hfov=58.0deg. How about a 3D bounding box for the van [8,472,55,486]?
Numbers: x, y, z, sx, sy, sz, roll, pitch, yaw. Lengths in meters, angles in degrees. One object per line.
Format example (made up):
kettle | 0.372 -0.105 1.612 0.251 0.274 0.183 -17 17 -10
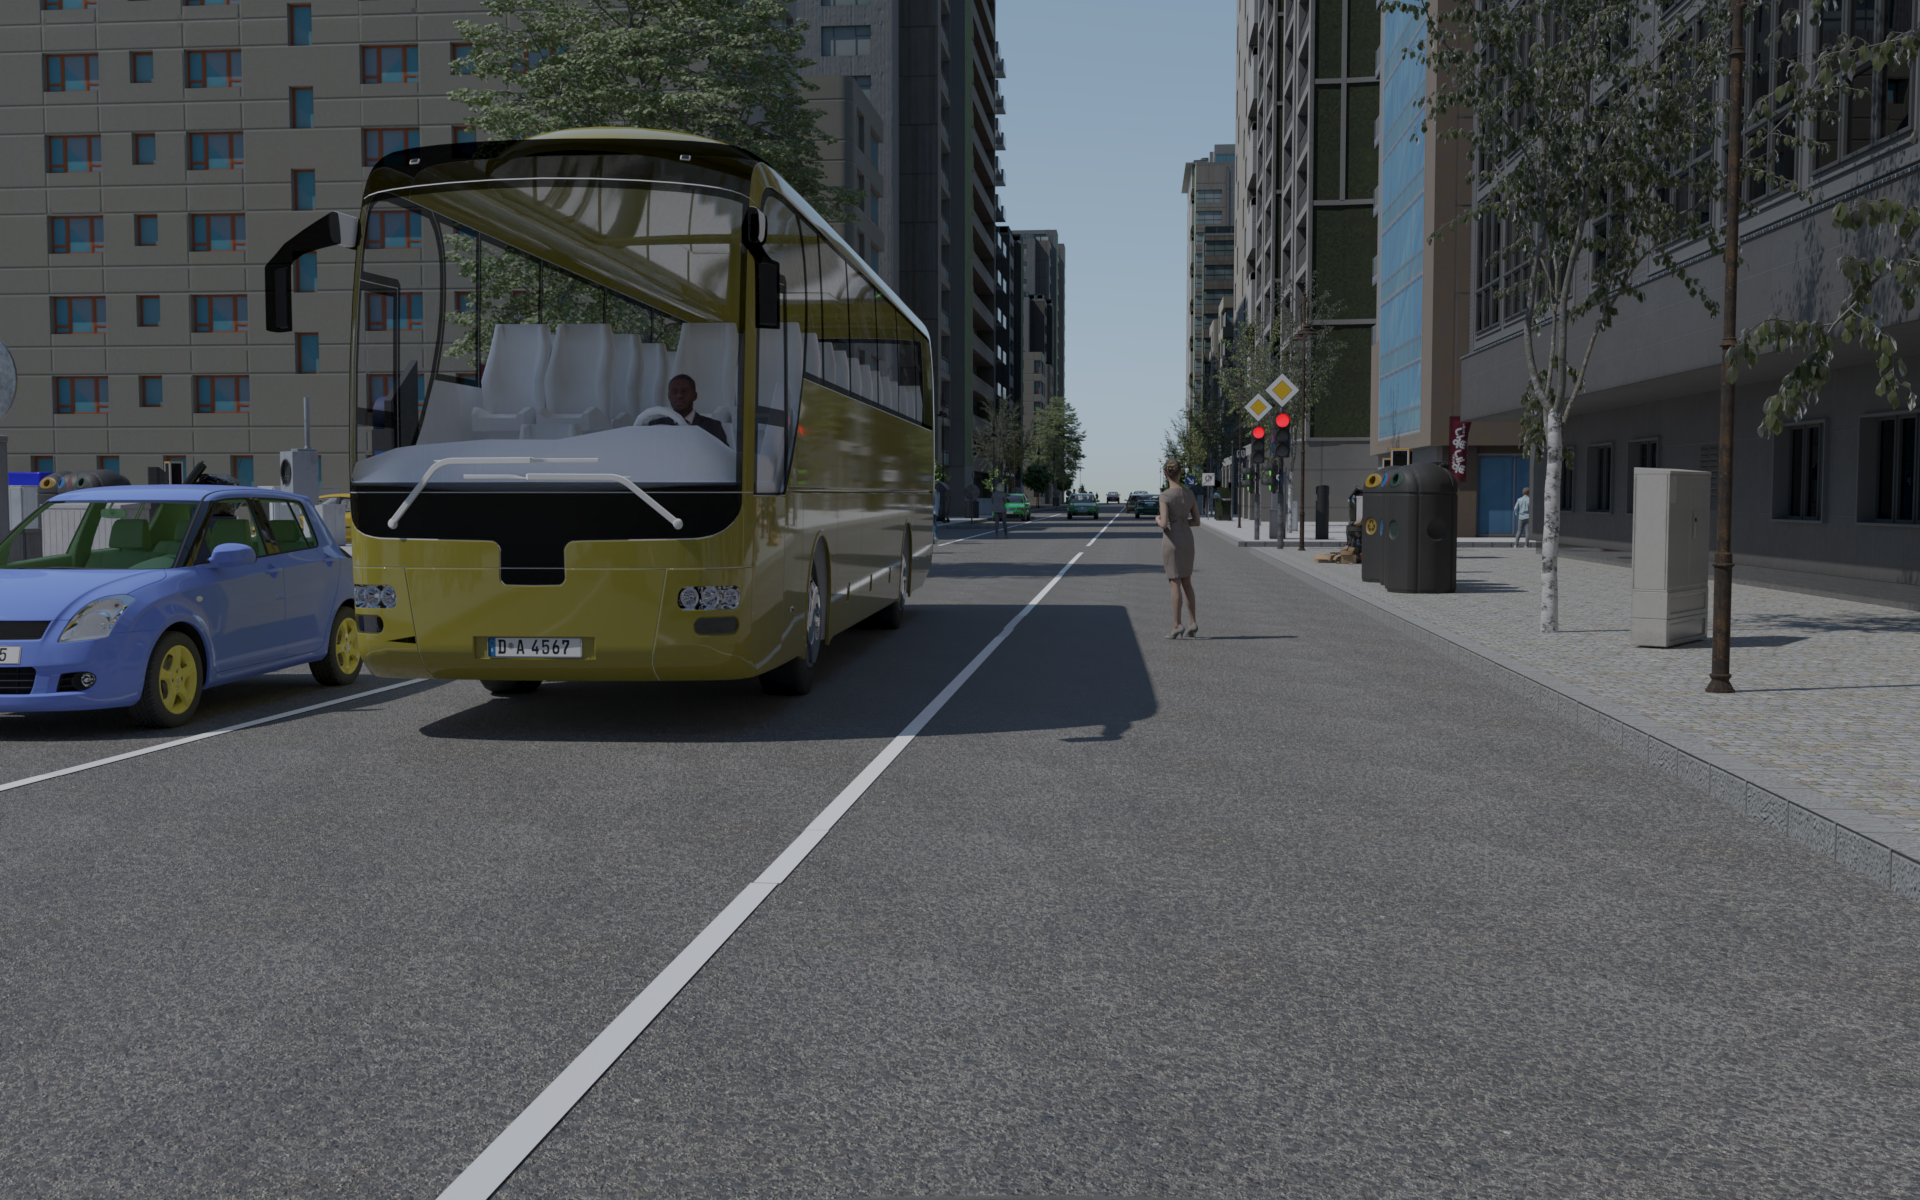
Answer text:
van | -27.549 -2.705 48.605 5.245 2.365 2.240 0 4 7

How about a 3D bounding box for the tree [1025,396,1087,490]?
tree | 11.411 -17.269 200.477 7.486 12.596 7.792 0 3 0

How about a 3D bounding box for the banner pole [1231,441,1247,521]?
banner pole | 13.082 -5.610 81.735 0.863 3.779 0.401 0 4 2

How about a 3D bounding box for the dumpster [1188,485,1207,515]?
dumpster | 14.834 -6.292 108.627 1.264 1.857 1.865 0 4 6

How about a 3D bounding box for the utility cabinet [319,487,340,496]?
utility cabinet | -18.871 -2.586 50.967 1.173 1.500 0.318 -3 5 -41

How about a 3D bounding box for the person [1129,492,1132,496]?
person | 24.838 -14.818 251.438 0.551 1.740 0.621 -1 4 -22

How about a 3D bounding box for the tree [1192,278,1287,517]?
tree | 10.715 -6.526 57.058 4.360 8.622 3.978 0 3 0

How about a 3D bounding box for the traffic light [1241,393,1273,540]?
traffic light | 8.279 -3.631 48.291 0.839 4.253 0.868 0 4 6

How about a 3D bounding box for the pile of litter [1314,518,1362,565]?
pile of litter | 7.182 -1.117 32.233 1.176 0.858 1.719 0 4 4

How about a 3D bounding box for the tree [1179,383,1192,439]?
tree | 14.633 -9.082 98.845 4.360 8.622 3.978 0 3 0

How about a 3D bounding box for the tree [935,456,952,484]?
tree | -1.374 -5.653 87.023 1.663 3.219 1.824 0 3 0

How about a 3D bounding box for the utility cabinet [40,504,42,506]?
utility cabinet | -7.301 -0.213 14.640 1.020 1.237 0.306 2 4 27

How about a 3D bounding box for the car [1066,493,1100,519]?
car | 7.052 -5.534 99.275 1.959 1.807 4.718 0 4 5

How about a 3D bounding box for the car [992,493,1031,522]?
car | 2.734 -5.054 91.430 1.959 1.807 4.718 0 4 7

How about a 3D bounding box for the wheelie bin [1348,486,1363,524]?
wheelie bin | 15.807 -3.737 69.007 0.693 1.594 0.980 1 4 9

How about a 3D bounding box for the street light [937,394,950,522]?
street light | -0.774 -6.511 79.238 0.468 5.910 1.993 0 4 6

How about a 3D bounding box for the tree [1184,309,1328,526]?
tree | 12.279 -7.287 69.504 4.737 8.622 4.395 0 3 0

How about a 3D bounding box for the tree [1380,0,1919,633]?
tree | 5.712 -4.007 15.869 4.360 8.622 3.978 0 3 0

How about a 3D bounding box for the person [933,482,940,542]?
person | -0.775 -2.606 51.369 0.793 1.790 0.793 -1 4 -12

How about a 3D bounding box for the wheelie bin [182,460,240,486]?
wheelie bin | -7.218 -0.528 16.540 0.693 1.594 0.980 -1 4 -21

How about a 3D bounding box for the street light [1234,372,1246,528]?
street light | 10.572 -5.661 65.348 0.468 5.910 1.993 0 4 6

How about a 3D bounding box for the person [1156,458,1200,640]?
person | 2.136 -0.505 17.090 0.599 1.781 0.374 -2 4 -35

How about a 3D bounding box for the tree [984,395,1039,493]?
tree | 3.785 -10.952 129.432 4.737 8.622 4.395 0 3 0

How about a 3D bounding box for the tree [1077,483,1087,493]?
tree | 19.891 -17.500 280.730 1.663 3.219 1.824 0 3 0

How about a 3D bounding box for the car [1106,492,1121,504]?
car | 23.385 -15.649 264.528 2.281 1.827 5.304 0 4 5

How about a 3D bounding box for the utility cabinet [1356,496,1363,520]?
utility cabinet | 12.337 -2.502 52.076 0.306 1.237 1.020 -1 4 -22

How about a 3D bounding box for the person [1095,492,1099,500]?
person | 21.289 -15.888 268.794 0.617 1.759 0.750 -1 4 -12

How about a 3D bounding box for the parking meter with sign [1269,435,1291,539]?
parking meter with sign | 9.200 -3.287 49.997 0.543 3.016 1.738 1 4 14

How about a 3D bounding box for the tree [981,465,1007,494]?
tree | 2.480 -7.389 115.416 1.663 3.219 1.824 0 3 0

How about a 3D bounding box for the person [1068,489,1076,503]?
person | 7.436 -6.387 113.276 0.623 1.781 0.721 -1 4 -23

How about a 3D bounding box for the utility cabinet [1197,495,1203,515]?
utility cabinet | 14.780 -5.840 106.651 0.306 1.237 1.020 1 4 14

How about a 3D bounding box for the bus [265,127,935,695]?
bus | -2.005 -1.473 15.627 2.896 3.916 12.252 0 4 4

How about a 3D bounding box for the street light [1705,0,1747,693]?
street light | 4.928 -2.340 11.050 0.468 5.910 1.993 0 4 6

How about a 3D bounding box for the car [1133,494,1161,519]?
car | 11.323 -5.567 102.810 2.131 1.459 4.920 0 4 7

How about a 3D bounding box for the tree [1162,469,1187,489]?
tree | 23.679 -12.591 189.581 4.285 4.588 4.351 0 3 0

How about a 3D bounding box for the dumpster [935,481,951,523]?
dumpster | -1.110 -4.318 76.360 1.264 1.857 1.865 0 4 6

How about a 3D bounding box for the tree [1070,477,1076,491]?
tree | 13.162 -14.526 221.214 4.285 4.588 4.351 0 3 0

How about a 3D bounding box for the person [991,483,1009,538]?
person | 1.283 -2.904 56.162 0.537 1.800 0.526 2 4 26

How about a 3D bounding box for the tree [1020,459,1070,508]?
tree | 7.228 -10.887 161.709 4.285 4.588 4.351 0 3 0

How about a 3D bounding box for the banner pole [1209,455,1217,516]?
banner pole | 14.866 -6.824 101.590 0.401 3.779 0.863 2 4 34

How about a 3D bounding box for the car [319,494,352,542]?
car | -16.782 -2.199 46.184 3.980 1.641 2.015 0 4 4

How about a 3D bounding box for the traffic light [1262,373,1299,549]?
traffic light | 7.465 -3.145 40.347 0.839 4.253 0.868 0 4 6

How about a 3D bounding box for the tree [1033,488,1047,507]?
tree | 8.439 -11.269 178.850 1.663 3.219 1.824 0 3 0

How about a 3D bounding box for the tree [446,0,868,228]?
tree | -5.396 -6.916 31.198 7.486 12.596 7.792 0 3 0

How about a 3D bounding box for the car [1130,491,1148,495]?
car | 19.996 -11.198 191.752 2.281 1.827 5.304 0 4 5

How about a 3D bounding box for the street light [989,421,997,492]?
street light | 2.099 -8.226 107.277 0.468 5.910 1.993 0 4 6

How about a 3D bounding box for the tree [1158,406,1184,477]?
tree | 17.783 -10.976 129.828 4.737 8.622 4.395 0 3 0

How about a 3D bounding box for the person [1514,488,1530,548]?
person | 14.722 -2.127 45.084 0.589 1.601 0.330 3 4 38

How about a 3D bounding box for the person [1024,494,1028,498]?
person | 7.399 -11.991 204.186 1.348 1.869 0.705 -1 4 -19

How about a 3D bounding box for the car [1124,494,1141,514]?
car | 13.137 -7.228 127.963 2.009 1.686 4.222 0 4 6

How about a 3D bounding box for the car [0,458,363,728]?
car | -5.518 -0.134 11.775 1.945 1.707 3.694 0 4 5

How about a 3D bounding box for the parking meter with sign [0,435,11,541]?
parking meter with sign | -11.637 -1.481 20.481 0.543 3.016 1.738 1 4 13

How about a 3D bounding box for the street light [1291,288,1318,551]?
street light | 7.749 -4.055 39.095 0.468 5.910 1.993 0 4 6

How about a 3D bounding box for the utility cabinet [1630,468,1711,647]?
utility cabinet | 6.090 -0.374 14.791 0.318 1.500 1.173 3 4 39

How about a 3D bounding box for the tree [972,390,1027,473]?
tree | 2.585 -10.468 121.514 4.360 8.622 3.978 0 3 0

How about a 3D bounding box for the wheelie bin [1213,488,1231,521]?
wheelie bin | 12.615 -4.607 83.230 0.980 1.594 0.693 -1 4 -23

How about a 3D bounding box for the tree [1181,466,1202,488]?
tree | 16.093 -7.680 120.168 1.663 3.219 1.824 0 3 0

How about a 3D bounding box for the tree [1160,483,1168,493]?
tree | 25.519 -13.145 209.516 1.663 3.219 1.824 0 3 0
